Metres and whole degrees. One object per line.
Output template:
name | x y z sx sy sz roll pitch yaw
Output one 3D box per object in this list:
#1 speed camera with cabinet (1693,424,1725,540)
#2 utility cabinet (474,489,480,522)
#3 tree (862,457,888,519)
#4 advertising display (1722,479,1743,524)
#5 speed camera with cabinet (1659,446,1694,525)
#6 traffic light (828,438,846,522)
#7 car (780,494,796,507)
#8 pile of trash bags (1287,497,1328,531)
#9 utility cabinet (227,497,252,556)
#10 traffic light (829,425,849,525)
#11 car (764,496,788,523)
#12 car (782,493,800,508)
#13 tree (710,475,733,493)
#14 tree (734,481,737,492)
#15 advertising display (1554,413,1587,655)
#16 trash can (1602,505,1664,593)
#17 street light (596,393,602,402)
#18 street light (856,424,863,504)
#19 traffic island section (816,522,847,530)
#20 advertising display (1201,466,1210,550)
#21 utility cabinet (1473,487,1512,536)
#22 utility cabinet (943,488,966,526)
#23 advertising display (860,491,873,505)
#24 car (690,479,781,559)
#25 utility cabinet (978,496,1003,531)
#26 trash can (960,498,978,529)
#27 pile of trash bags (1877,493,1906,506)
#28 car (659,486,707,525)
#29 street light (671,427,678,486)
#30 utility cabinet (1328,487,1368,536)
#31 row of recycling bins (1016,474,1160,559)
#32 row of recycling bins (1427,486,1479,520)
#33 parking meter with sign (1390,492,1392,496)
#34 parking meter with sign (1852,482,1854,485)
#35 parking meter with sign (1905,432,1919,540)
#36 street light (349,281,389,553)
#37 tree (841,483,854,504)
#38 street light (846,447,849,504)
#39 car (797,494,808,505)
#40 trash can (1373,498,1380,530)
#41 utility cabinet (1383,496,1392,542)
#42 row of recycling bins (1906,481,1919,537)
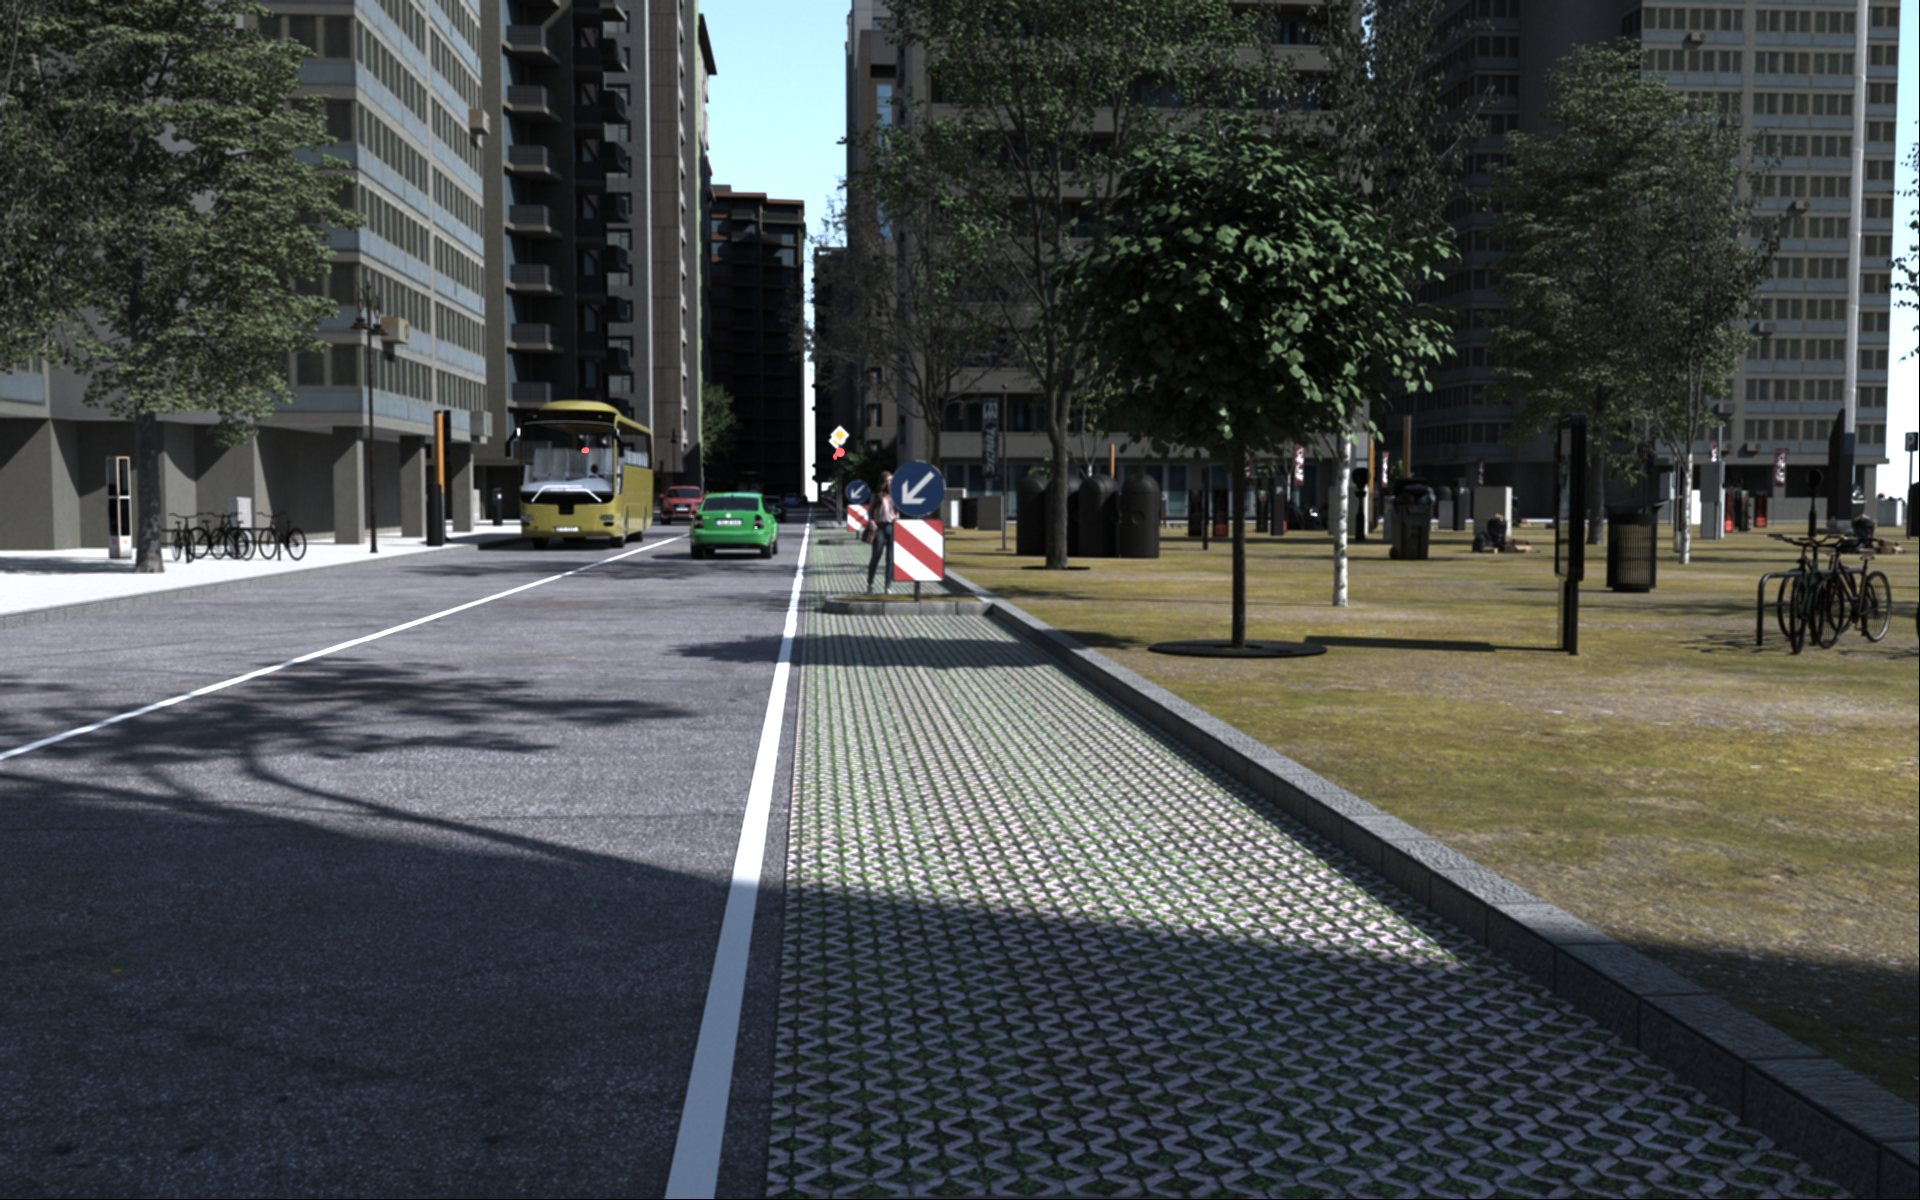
speed camera with cabinet | 21.401 -3.361 49.281 0.660 3.252 2.038 2 4 27
utility cabinet | -22.243 -4.287 78.768 0.318 1.500 1.173 1 4 12
tree | -4.341 -5.844 90.158 1.663 3.219 1.824 0 3 0
advertising display | 32.962 -4.218 74.179 0.974 1.923 0.123 3 4 36
speed camera with cabinet | 30.047 -4.754 72.065 2.038 3.252 0.660 -2 4 -27
traffic light | -5.600 -5.499 78.824 0.839 4.253 0.868 0 4 -5
car | -19.046 -11.103 191.319 2.009 1.686 4.222 0 4 -4
pile of trash bags | 12.849 -3.155 61.330 1.912 1.369 3.447 -2 4 -31
utility cabinet | -15.131 -1.544 36.410 0.306 1.237 1.020 -2 4 -33
traffic light | -4.926 -5.012 70.867 0.839 4.253 0.868 0 4 -5
car | -9.705 -4.610 87.955 1.945 1.354 3.894 0 4 -4
car | -17.834 -10.600 182.907 1.945 1.707 3.694 0 4 -4
tree | -24.521 -11.119 176.394 1.663 3.219 1.824 0 3 0
tree | -26.056 -12.208 194.199 1.663 3.219 1.824 0 3 0
advertising display | 4.984 -0.547 14.164 0.123 1.923 0.974 1 4 13
trash can | 8.788 -0.673 22.652 0.748 1.137 0.748 0 3 0
street light | -16.256 -6.444 78.154 0.468 5.910 1.993 0 4 -5
street light | -6.477 -8.522 112.130 0.468 5.910 1.993 0 4 -5
traffic island section | -4.885 -2.979 70.985 2.009 0.180 2.903 0 4 -5
advertising display | 5.675 -2.131 40.052 0.123 1.923 0.974 0 4 5
utility cabinet | 16.143 -2.679 52.483 0.318 1.500 1.173 -2 4 -35
utility cabinet | -0.361 -3.660 68.516 1.173 1.500 0.318 2 4 23
advertising display | -5.896 -6.348 109.007 0.974 1.923 0.123 3 4 37
car | -5.117 -1.885 39.621 1.959 1.807 4.718 0 4 -3
utility cabinet | 1.125 -3.043 60.918 1.020 1.237 0.306 2 4 34
trash can | 0.348 -3.197 63.922 0.748 1.137 0.748 0 3 0
pile of trash bags | 65.500 -6.887 122.357 1.912 1.369 3.447 1 4 12
car | -12.914 -4.432 81.134 2.281 1.827 5.304 0 4 -7
street light | -19.631 -8.937 118.904 0.468 5.910 1.993 0 4 -5
utility cabinet | 11.905 -2.717 53.101 1.173 1.500 0.318 3 4 36
row of recycling bins | 2.579 -1.742 35.591 3.534 1.692 1.069 3 5 41
row of recycling bins | 24.615 -4.852 86.441 3.534 1.692 1.069 0 4 3
parking meter with sign | 35.615 -8.968 142.885 0.543 3.016 1.738 3 5 44
parking meter with sign | 57.637 -7.081 112.040 1.738 3.016 0.543 0 4 -6
parking meter with sign | 27.523 -3.205 48.658 1.738 3.016 0.543 0 4 0
street light | -12.816 -3.970 37.694 0.468 5.910 1.993 0 4 -5
tree | -9.342 -9.559 150.885 1.663 3.219 1.824 0 3 0
street light | -9.891 -11.036 153.231 0.468 5.910 1.993 0 4 -5
car | -20.661 -13.211 224.799 1.959 1.807 4.718 0 4 -7
trash can | 14.703 -3.096 62.269 0.748 1.137 0.748 0 3 0
utility cabinet | 11.770 -2.130 45.992 1.020 1.237 0.306 1 4 14
row of recycling bins | 30.402 -2.765 52.317 3.534 1.692 1.069 0 4 -7
